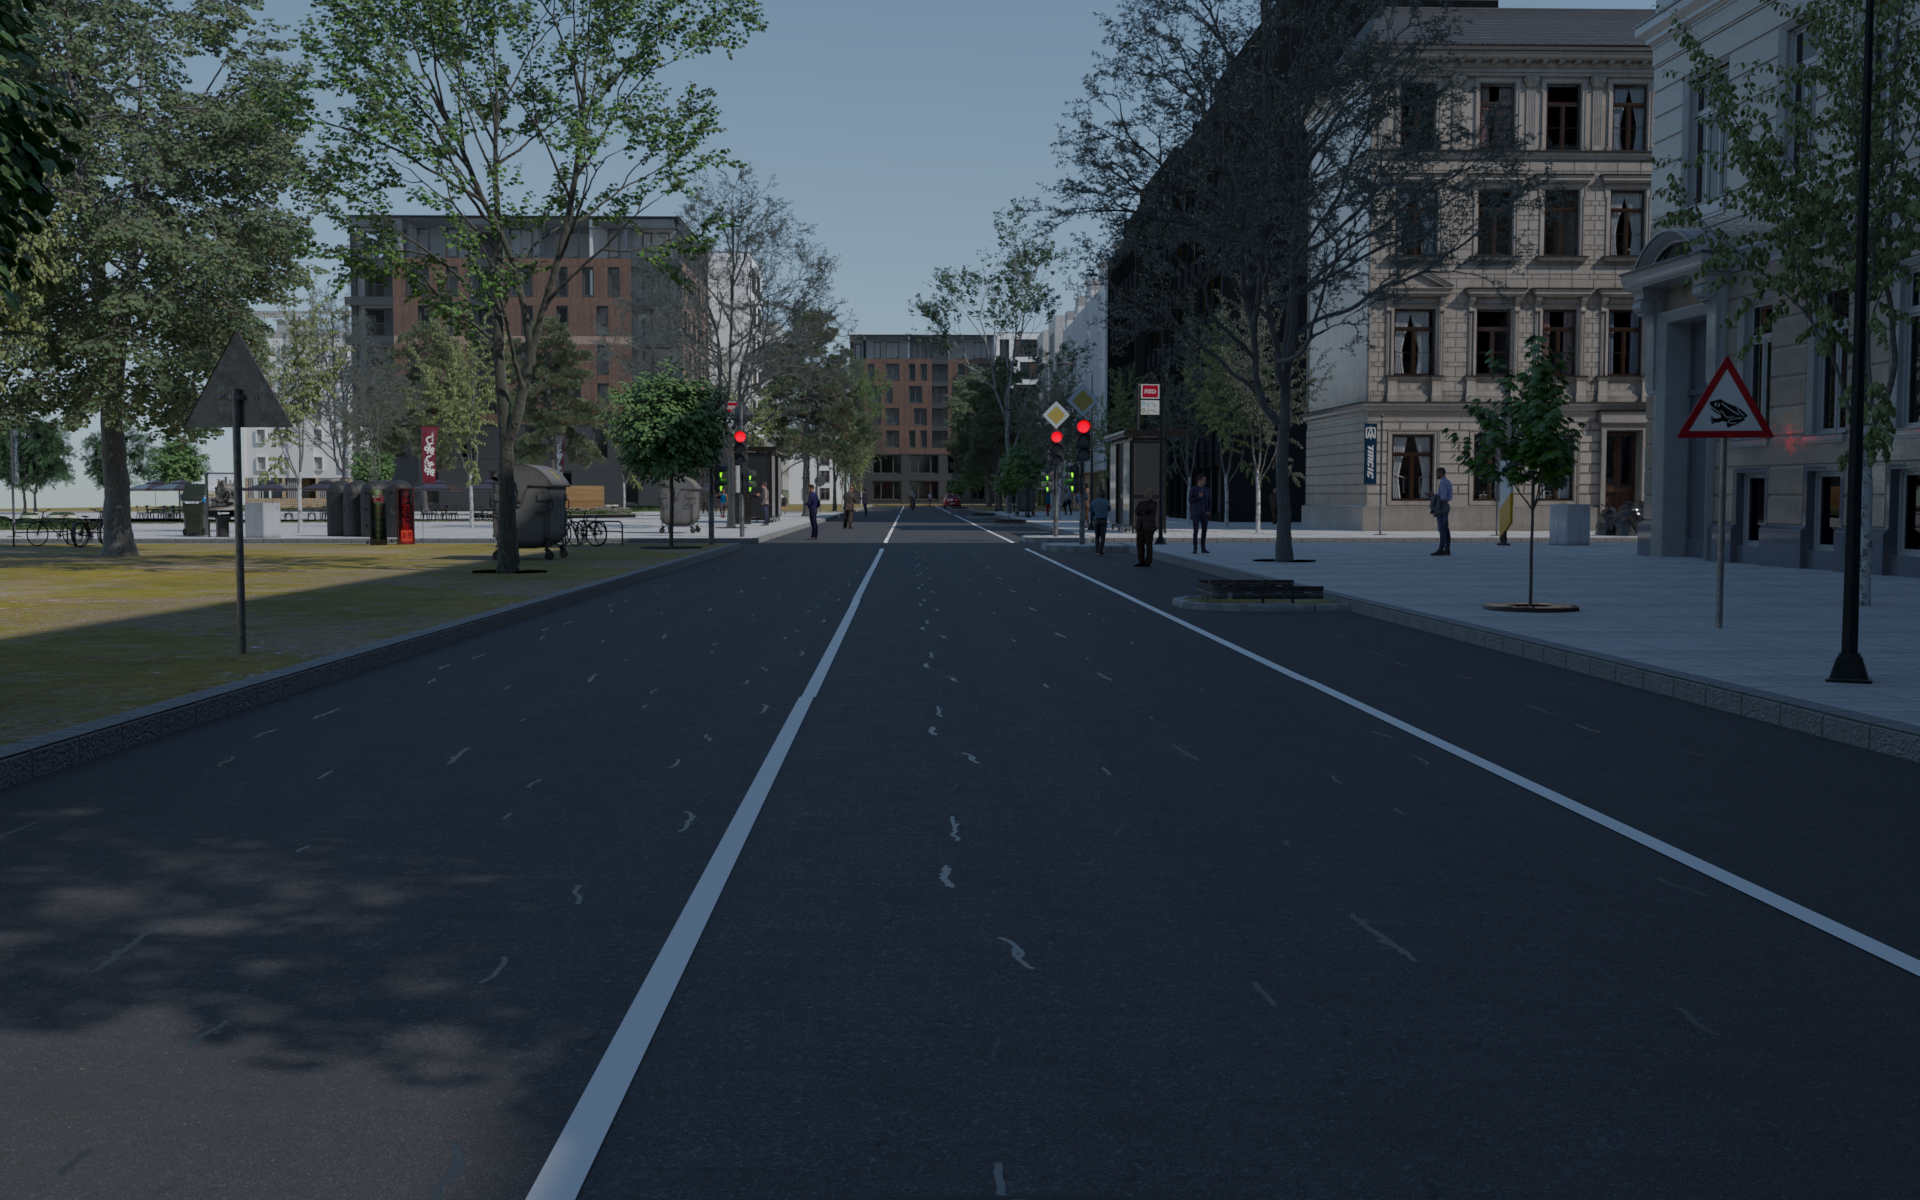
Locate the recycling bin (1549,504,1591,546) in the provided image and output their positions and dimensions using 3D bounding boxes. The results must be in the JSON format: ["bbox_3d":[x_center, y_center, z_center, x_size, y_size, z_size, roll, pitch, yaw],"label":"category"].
[{"bbox_3d":[15.311,-1.892,43.484,0.722,1.027,0.722,-1,4,-20],"label":"recycling bin"}]

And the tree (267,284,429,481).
[{"bbox_3d":[-36.559,-11.729,102.140,12.009,13.543,11.850,0,3,0],"label":"tree"}]

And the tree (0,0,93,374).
[{"bbox_3d":[-5.718,-1.476,7.854,4.285,4.588,4.351,0,3,0],"label":"tree"}]

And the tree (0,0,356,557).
[{"bbox_3d":[-17.257,-7.856,35.106,9.857,13.997,8.962,0,3,0],"label":"tree"}]

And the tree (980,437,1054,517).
[{"bbox_3d":[3.781,-7.025,98.579,4.285,4.588,4.351,0,3,0],"label":"tree"}]

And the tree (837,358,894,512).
[{"bbox_3d":[-9.038,-12.302,126.899,9.928,11.665,9.643,0,3,0],"label":"tree"}]

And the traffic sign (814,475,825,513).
[{"bbox_3d":[-9.587,-7.242,118.506,0.768,2.556,0.104,0,4,1],"label":"traffic sign"}]

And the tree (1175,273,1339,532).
[{"bbox_3d":[10.127,-6.569,57.759,4.360,8.622,3.978,0,3,0],"label":"tree"}]

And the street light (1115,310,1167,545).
[{"bbox_3d":[4.568,-4.366,43.922,1.470,5.913,1.316,0,4,-2],"label":"street light"}]

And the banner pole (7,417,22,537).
[{"bbox_3d":[-28.147,-3.765,51.573,0.863,3.779,0.401,3,5,45],"label":"banner pole"}]

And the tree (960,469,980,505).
[{"bbox_3d":[1.530,-12.951,195.461,4.285,4.588,4.351,0,3,0],"label":"tree"}]

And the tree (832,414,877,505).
[{"bbox_3d":[-9.747,-12.541,155.402,4.737,8.622,4.395,0,3,0],"label":"tree"}]

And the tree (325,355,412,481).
[{"bbox_3d":[-30.986,-8.603,91.018,4.360,8.622,3.978,0,3,0],"label":"tree"}]

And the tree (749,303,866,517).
[{"bbox_3d":[-8.775,-10.797,98.583,6.751,12.117,7.091,0,3,0],"label":"tree"}]

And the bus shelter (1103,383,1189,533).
[{"bbox_3d":[6.262,-5.066,60.461,2.179,5.291,8.768,0,4,-2],"label":"bus shelter"}]

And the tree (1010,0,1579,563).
[{"bbox_3d":[5.986,-7.463,32.389,12.009,13.543,11.850,0,3,0],"label":"tree"}]

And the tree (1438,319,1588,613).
[{"bbox_3d":[6.435,-1.506,19.218,1.663,3.219,1.824,0,3,0],"label":"tree"}]

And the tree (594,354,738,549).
[{"bbox_3d":[-6.913,-3.497,40.882,4.285,4.588,4.351,0,3,0],"label":"tree"}]

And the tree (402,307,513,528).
[{"bbox_3d":[-18.758,-7.042,65.501,4.737,8.622,4.395,0,3,0],"label":"tree"}]

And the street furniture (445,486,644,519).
[{"bbox_3d":[-20.884,-5.291,93.360,9.812,1.723,11.010,3,4,36],"label":"street furniture"}]

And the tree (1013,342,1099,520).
[{"bbox_3d":[4.808,-8.198,84.395,4.360,8.622,3.978,0,3,0],"label":"tree"}]

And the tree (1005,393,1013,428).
[{"bbox_3d":[4.548,-8.539,89.979,4.360,8.622,3.978,0,3,0],"label":"tree"}]

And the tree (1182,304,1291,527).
[{"bbox_3d":[10.366,-7.109,66.591,4.737,8.622,4.395,0,3,0],"label":"tree"}]

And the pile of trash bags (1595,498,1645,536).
[{"bbox_3d":[21.578,-2.679,53.556,3.447,1.369,1.912,0,4,-2],"label":"pile of trash bags"}]

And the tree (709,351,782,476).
[{"bbox_3d":[-11.108,-8.347,86.838,4.737,8.622,4.395,0,3,0],"label":"tree"}]

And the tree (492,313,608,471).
[{"bbox_3d":[-24.506,-11.112,103.729,6.751,12.117,7.091,0,3,0],"label":"tree"}]

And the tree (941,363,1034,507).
[{"bbox_3d":[2.693,-15.841,165.660,9.857,13.997,8.962,0,3,0],"label":"tree"}]

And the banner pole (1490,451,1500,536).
[{"bbox_3d":[16.732,-3.860,53.125,0.863,3.779,0.401,2,4,32],"label":"banner pole"}]

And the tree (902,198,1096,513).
[{"bbox_3d":[2.540,-15.767,113.681,12.611,20.169,13.585,0,3,0],"label":"tree"}]

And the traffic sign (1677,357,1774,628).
[{"bbox_3d":[7.259,-1.008,16.491,0.884,2.594,0.081,0,4,5],"label":"traffic sign"}]

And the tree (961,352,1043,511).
[{"bbox_3d":[2.990,-12.870,132.480,6.751,12.117,7.091,0,3,0],"label":"tree"}]

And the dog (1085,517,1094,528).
[{"bbox_3d":[4.972,-2.933,65.688,0.748,0.427,0.550,-1,4,-9],"label":"dog"}]

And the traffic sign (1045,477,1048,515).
[{"bbox_3d":[5.243,-6.368,104.226,0.768,2.556,0.104,0,4,6],"label":"traffic sign"}]

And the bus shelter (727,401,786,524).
[{"bbox_3d":[-9.181,-6.105,77.452,2.179,5.291,8.768,0,4,-2],"label":"bus shelter"}]

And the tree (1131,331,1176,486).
[{"bbox_3d":[9.639,-7.539,73.633,4.360,8.622,3.978,0,3,0],"label":"tree"}]

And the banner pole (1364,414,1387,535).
[{"bbox_3d":[12.912,-3.909,53.923,0.863,3.779,0.401,-1,4,-19],"label":"banner pole"}]

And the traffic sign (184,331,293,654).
[{"bbox_3d":[-5.772,-0.847,13.853,0.884,2.594,0.081,0,4,4],"label":"traffic sign"}]

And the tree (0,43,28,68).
[{"bbox_3d":[-14.459,-6.129,18.338,7.486,12.596,7.792,0,3,0],"label":"tree"}]

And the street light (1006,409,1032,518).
[{"bbox_3d":[3.184,-7.440,94.189,1.470,5.913,1.316,0,4,-2],"label":"street light"}]

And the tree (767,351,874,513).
[{"bbox_3d":[-9.055,-10.876,112.239,7.601,10.594,8.767,0,4,-3],"label":"tree"}]

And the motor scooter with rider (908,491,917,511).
[{"bbox_3d":[-4.064,-8.606,149.670,0.876,1.779,1.986,0,4,-2],"label":"motor scooter with rider"}]

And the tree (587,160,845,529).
[{"bbox_3d":[-8.534,-9.411,64.244,12.009,13.543,11.850,0,3,0],"label":"tree"}]

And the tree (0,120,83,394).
[{"bbox_3d":[-15.935,-4.669,26.708,4.737,8.622,4.395,0,3,0],"label":"tree"}]

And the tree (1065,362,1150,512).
[{"bbox_3d":[8.841,-8.984,97.254,4.737,8.622,4.395,0,3,0],"label":"tree"}]

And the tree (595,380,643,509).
[{"bbox_3d":[-21.427,-9.854,111.477,4.737,8.622,4.395,0,3,0],"label":"tree"}]

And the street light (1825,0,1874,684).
[{"bbox_3d":[5.547,-2.394,11.676,1.470,5.913,1.316,0,4,-2],"label":"street light"}]

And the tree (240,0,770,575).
[{"bbox_3d":[-7.223,-6.251,27.956,9.928,11.665,9.643,0,3,0],"label":"tree"}]

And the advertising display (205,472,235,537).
[{"bbox_3d":[-21.982,-2.836,51.583,0.123,1.923,0.974,3,4,37],"label":"advertising display"}]

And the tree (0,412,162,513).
[{"bbox_3d":[-61.596,-9.174,112.902,11.467,7.101,20.602,0,4,7],"label":"tree"}]

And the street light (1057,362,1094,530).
[{"bbox_3d":[4.119,-5.420,61.158,1.470,5.913,1.316,0,4,-2],"label":"street light"}]

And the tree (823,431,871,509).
[{"bbox_3d":[-9.579,-11.853,144.163,4.360,8.622,3.978,0,3,0],"label":"tree"}]

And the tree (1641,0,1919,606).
[{"bbox_3d":[10.146,-4.239,19.667,4.737,8.622,4.395,0,3,0],"label":"tree"}]

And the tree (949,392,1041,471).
[{"bbox_3d":[3.295,-12.719,142.364,8.767,10.594,7.601,0,4,1],"label":"tree"}]

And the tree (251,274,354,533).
[{"bbox_3d":[-22.173,-6.545,57.368,4.737,8.622,4.395,0,3,0],"label":"tree"}]

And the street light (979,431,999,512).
[{"bbox_3d":[2.108,-9.427,126.676,1.470,5.913,1.316,0,4,-2],"label":"street light"}]

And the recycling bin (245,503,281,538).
[{"bbox_3d":[-20.488,-2.345,50.898,0.722,1.027,0.722,1,4,19],"label":"recycling bin"}]

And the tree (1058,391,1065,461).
[{"bbox_3d":[8.012,-10.646,124.430,4.737,8.622,4.395,0,3,0],"label":"tree"}]

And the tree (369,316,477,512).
[{"bbox_3d":[-37.956,-13.118,121.900,7.806,13.903,7.818,0,3,0],"label":"tree"}]
